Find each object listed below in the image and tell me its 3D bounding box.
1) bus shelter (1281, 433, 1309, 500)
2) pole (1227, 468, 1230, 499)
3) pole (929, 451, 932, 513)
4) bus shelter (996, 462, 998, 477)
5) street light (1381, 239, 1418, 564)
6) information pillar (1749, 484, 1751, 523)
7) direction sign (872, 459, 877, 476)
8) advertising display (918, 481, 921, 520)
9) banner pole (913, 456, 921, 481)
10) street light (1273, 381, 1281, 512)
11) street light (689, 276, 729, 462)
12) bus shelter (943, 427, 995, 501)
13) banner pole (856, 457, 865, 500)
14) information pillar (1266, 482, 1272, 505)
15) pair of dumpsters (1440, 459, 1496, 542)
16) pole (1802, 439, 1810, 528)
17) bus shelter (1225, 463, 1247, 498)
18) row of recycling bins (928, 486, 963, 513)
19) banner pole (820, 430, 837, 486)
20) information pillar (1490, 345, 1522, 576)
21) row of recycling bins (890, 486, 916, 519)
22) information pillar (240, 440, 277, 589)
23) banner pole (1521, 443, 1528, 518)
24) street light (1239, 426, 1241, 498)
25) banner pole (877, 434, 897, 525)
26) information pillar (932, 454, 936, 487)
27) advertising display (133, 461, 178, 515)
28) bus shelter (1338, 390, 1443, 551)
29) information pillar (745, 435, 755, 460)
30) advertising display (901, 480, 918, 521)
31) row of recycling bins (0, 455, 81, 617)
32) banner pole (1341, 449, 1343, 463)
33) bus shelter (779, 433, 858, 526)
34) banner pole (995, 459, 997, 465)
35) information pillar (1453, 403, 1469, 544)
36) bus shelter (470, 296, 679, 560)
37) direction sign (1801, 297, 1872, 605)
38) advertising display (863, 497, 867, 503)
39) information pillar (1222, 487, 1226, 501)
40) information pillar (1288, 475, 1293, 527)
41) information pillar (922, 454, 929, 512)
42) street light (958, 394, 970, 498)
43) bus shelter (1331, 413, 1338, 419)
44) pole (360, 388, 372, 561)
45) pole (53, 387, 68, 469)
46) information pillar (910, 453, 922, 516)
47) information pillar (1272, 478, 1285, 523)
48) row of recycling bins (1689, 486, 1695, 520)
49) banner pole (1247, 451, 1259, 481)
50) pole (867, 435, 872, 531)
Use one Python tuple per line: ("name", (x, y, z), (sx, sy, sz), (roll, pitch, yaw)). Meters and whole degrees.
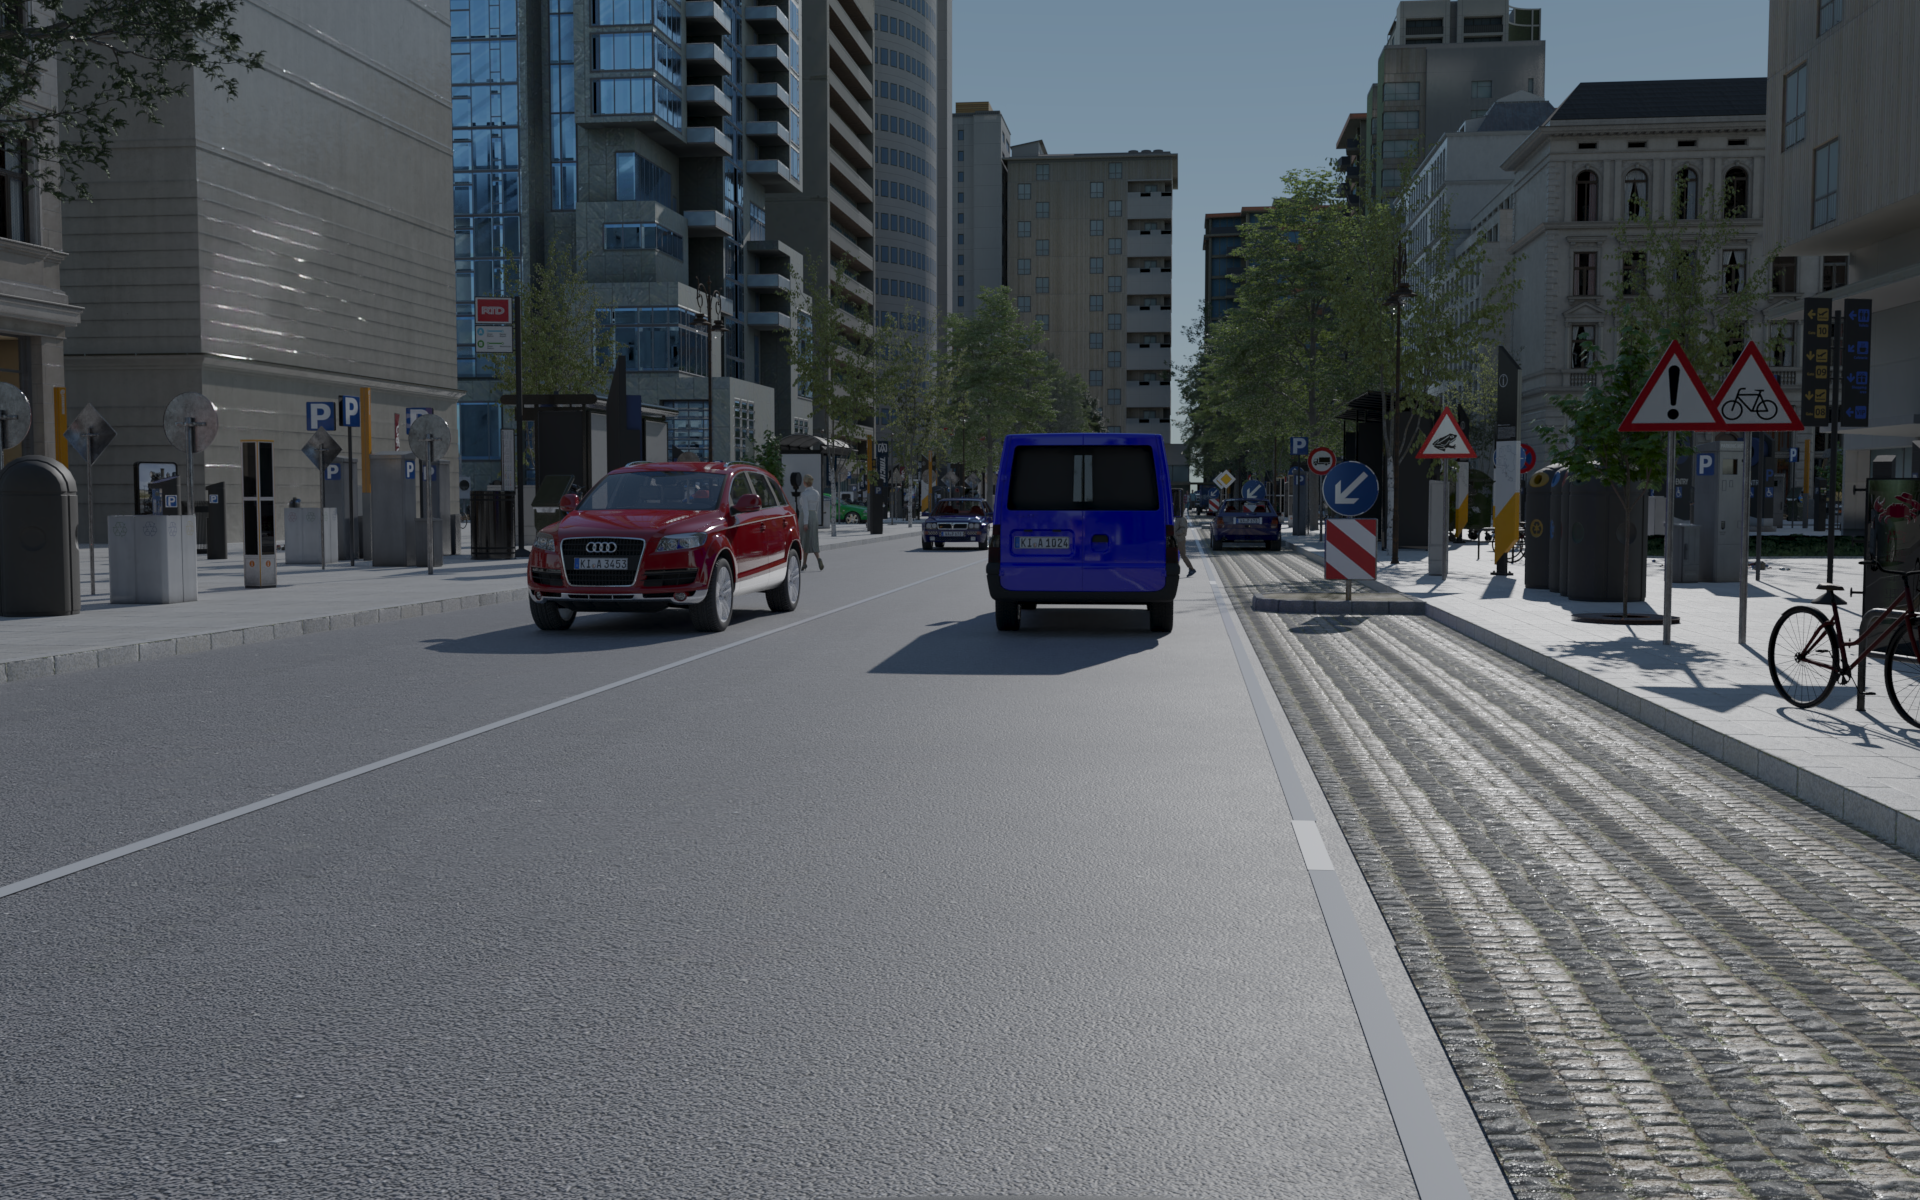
("bus shelter", (21.012, -7.932, 107.313), (2.179, 5.291, 8.768), (0, 4, 7))
("pole", (19.855, -8.197, 127.868), (0.158, 3.312, 0.155), (0, 3, 0))
("pole", (-1.395, -5.358, 81.445), (0.158, 3.312, 0.155), (0, 3, 0))
("bus shelter", (2.366, -8.429, 115.441), (2.179, 5.291, 8.768), (0, 4, 7))
("street light", (7.998, -3.601, 31.666), (0.468, 5.910, 1.993), (0, 4, 7))
("information pillar", (25.145, -3.122, 55.544), (0.304, 2.012, 0.304), (1, 4, 12))
("direction sign", (-5.286, -7.274, 110.933), (0.876, 3.537, 0.379), (0, 4, -6))
("advertising display", (-2.086, -4.908, 85.467), (0.123, 1.923, 0.974), (-1, 4, -13))
("banner pole", (-2.855, -7.582, 113.980), (0.863, 3.779, 0.401), (-2, 4, -27))
("street light", (12.708, -5.930, 69.746), (0.468, 5.910, 1.993), (0, 4, 7))
("street light", (-5.312, -3.917, 36.836), (0.468, 5.910, 1.993), (0, 4, 7))
("bus shelter", (0.383, -7.832, 105.690), (2.179, 5.291, 8.768), (0, 4, 7))
("banner pole", (-6.630, -7.647, 115.047), (0.863, 3.779, 0.401), (-3, 4, -37))
("information pillar", (18.800, -6.155, 105.129), (0.304, 2.012, 0.304), (-2, 4, -34))
("pair of dumpsters", (13.881, -2.810, 48.431), (1.574, 2.255, 4.437), (0, 4, 7))
("pole", (31.608, -4.332, 64.675), (0.158, 3.312, 0.155), (0, 3, 0))
("bus shelter", (21.152, -8.633, 132.431), (1.731, 3.624, 6.357), (0, 4, 7))
("row of recycling bins", (-0.635, -4.846, 86.342), (1.069, 1.692, 3.534), (2, 4, 24))
("banner pole", (-5.164, -4.747, 67.631), (0.863, 3.779, 0.401), (-2, 4, -26))
("information pillar", (8.588, -2.190, 27.166), (0.183, 3.616, 0.504), (-1, 4, -22))
("row of recycling bins", (-3.016, -5.212, 92.326), (1.069, 1.692, 3.534), (-1, 4, -13))
("information pillar", (-9.534, -1.166, 23.551), (0.304, 2.012, 0.304), (1, 4, 23))
("banner pole", (27.646, -5.811, 85.034), (0.401, 3.779, 0.863), (-1, 4, -20))
("street light", (18.298, -8.593, 113.283), (0.468, 5.910, 1.993), (0, 4, 7))
("banner pole", (-3.036, -4.990, 71.598), (0.863, 3.779, 0.401), (0, 4, -8))
("information pillar", (-1.620, -6.736, 101.486), (0.504, 3.616, 0.183), (-3, 4, -36))
("advertising display", (-15.981, -1.789, 34.464), (0.123, 1.923, 0.974), (2, 4, 23))
("bus shelter", (10.420, -3.106, 42.061), (1.731, 3.624, 6.357), (0, 4, 7))
("information pillar", (-8.353, -4.742, 68.892), (0.504, 3.616, 0.183), (3, 5, 43))
("advertising display", (-2.455, -4.725, 82.463), (0.123, 1.923, 0.974), (2, 4, 34))
("row of recycling bins", (-11.127, -0.700, 18.558), (3.534, 1.692, 1.069), (1, 4, 9))
("banner pole", (18.910, -5.811, 85.028), (0.401, 3.779, 0.863), (3, 5, 45))
("bus shelter", (-5.049, -4.075, 60.546), (2.014, 3.302, 5.546), (0, 4, 7))
("banner pole", (2.432, -7.293, 109.262), (0.863, 3.779, 0.401), (-2, 4, -29))
("information pillar", (13.043, -3.280, 44.985), (0.504, 3.616, 0.183), (-3, 5, -44))
("bus shelter", (-8.439, -3.679, 37.790), (2.179, 5.291, 8.768), (0, 4, 7))
("direction sign", (10.148, -1.720, 20.114), (0.876, 3.537, 0.379), (-1, 4, -12))
("advertising display", (-8.084, -8.528, 144.652), (0.974, 1.923, 0.123), (0, 4, 2))
("information pillar", (22.486, -8.775, 147.964), (0.304, 2.012, 0.304), (-2, 4, -30))
("information pillar", (12.912, -3.824, 67.019), (0.304, 2.012, 0.304), (-3, 5, -44))
("information pillar", (-2.016, -6.681, 100.588), (0.504, 3.616, 0.183), (1, 4, 17))
("street light", (0.173, -6.572, 80.233), (0.468, 5.910, 1.993), (0, 4, 7))
("bus shelter", (11.622, -3.529, 48.990), (1.731, 3.624, 6.357), (0, 4, 7))
("pole", (-11.387, -2.411, 33.256), (0.158, 3.312, 0.155), (0, 3, 0))
("pole", (-17.171, -2.403, 33.131), (0.158, 3.312, 0.155), (0, 3, 0))
("information pillar", (-2.566, -6.512, 97.832), (0.504, 3.616, 0.183), (2, 4, 29))
("information pillar", (14.327, -4.469, 77.562), (0.304, 2.012, 0.304), (-3, 5, -44))
("row of recycling bins", (35.681, -4.775, 85.176), (1.069, 1.692, 3.534), (2, 4, 31))
("banner pole", (16.951, -6.766, 100.648), (0.863, 3.779, 0.401), (0, 4, 5))
("pole", (-3.108, -4.012, 59.440), (0.158, 3.312, 0.155), (0, 3, 0))
